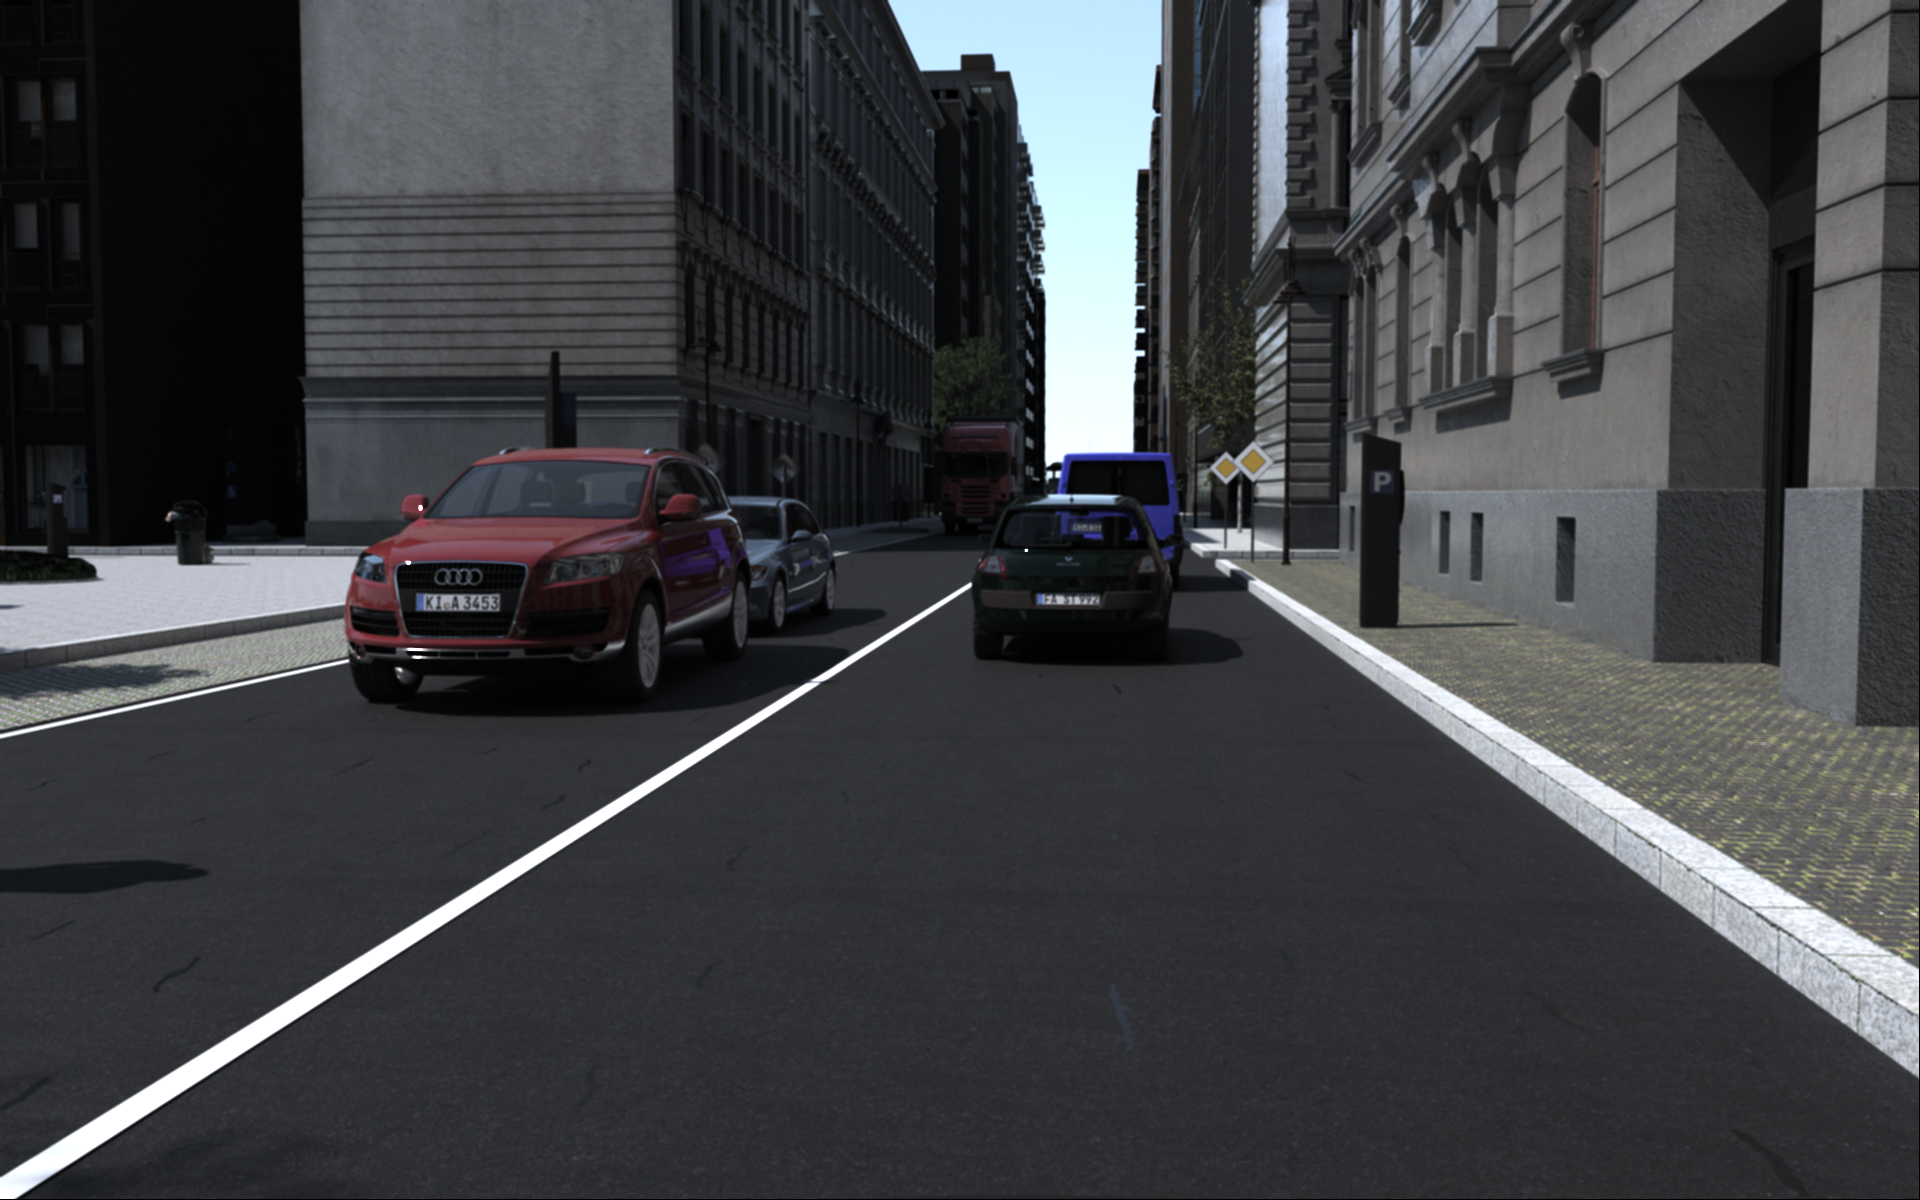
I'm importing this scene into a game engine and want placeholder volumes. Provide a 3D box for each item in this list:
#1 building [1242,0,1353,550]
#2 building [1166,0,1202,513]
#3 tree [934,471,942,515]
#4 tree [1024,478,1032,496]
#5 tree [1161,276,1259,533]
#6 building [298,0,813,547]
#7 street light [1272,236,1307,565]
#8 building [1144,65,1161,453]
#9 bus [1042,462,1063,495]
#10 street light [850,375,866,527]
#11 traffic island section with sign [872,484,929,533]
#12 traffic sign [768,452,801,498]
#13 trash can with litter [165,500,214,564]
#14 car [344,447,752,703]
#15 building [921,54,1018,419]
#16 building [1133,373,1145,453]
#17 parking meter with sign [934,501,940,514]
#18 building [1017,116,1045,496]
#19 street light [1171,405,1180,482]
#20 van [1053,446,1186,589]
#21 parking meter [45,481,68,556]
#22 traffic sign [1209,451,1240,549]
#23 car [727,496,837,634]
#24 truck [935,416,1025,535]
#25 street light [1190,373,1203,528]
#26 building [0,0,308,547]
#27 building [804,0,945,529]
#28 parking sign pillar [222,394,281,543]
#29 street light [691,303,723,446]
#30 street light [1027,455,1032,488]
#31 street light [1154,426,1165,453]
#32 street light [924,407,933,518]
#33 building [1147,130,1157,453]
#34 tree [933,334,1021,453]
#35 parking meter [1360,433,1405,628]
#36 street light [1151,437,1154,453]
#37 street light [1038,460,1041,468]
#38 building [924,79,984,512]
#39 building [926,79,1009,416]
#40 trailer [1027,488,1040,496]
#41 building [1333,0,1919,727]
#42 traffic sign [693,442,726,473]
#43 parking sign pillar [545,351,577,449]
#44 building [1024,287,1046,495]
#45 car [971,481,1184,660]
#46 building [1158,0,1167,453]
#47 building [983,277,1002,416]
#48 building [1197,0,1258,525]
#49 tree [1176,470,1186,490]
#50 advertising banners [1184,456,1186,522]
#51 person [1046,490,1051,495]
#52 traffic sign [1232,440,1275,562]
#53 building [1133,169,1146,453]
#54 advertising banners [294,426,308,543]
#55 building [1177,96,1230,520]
[{"bbox_3d":[17.127,-13.109,43.213,19.941,23.489,11.050,0,4,5],"label":"building"},{"bbox_3d":[21.963,-29.054,125.149,14.600,45.320,14.200,0,4,5],"label":"building"},{"bbox_3d":[-1.595,-6.735,104.723,1.663,3.219,1.824,0,3,0],"label":"tree"},{"bbox_3d":[7.370,-12.069,191.930,1.663,3.219,1.824,0,3,0],"label":"tree"},{"bbox_3d":[9.054,-6.534,57.186,4.737,8.622,4.395,0,3,0],"label":"tree"},{"bbox_3d":[-10.562,-12.298,50.216,9.793,20.994,18.267,0,4,5],"label":"building"},{"bbox_3d":[5.923,-3.578,31.281,0.468,5.910,1.993,0,4,5],"label":"street light"},{"bbox_3d":[30.427,-31.836,175.136,22.147,44.769,28.867,0,4,5],"label":"building"},{"bbox_3d":[8.186,-8.784,135.161,2.896,3.916,12.252,0,4,6],"label":"bus"},{"bbox_3d":[-3.962,-5.785,67.377,0.468,5.910,1.993,0,4,5],"label":"street light"},{"bbox_3d":[-2.185,-3.403,64.260,1.989,1.847,2.006,0,4,5],"label":"traffic island section with sign"},{"bbox_3d":[-4.197,-2.308,41.381,0.795,2.450,0.064,0,4,5],"label":"traffic sign"},{"bbox_3d":[-14.043,-1.239,31.647,0.624,1.170,1.055,-1,4,-9],"label":"trash can with litter"},{"bbox_3d":[-3.009,-0.303,13.632,2.281,1.827,5.304,0,4,4],"label":"car"},{"bbox_3d":[-1.281,-32.487,181.267,14.600,45.320,14.200,0,4,5],"label":"building"},{"bbox_3d":[39.884,-25.291,258.553,27.650,21.520,28.899,0,4,5],"label":"building"},{"bbox_3d":[-2.123,-6.761,106.809,1.738,3.016,0.543,0,4,5],"label":"parking meter with sign"},{"bbox_3d":[-2.341,-36.450,215.566,23.786,49.044,30.456,0,4,5],"label":"building"},{"bbox_3d":[11.197,-7.158,89.825,0.468,5.910,1.993,0,4,5],"label":"street light"},{"bbox_3d":[2.546,-1.433,27.810,2.240,2.365,5.245,0,4,6],"label":"van"},{"bbox_3d":[-18.110,-1.610,34.729,0.372,1.533,0.369,0,3,0],"label":"parking meter"},{"bbox_3d":[6.203,-2.250,40.431,0.795,2.450,0.064,0,4,5],"label":"traffic sign"},{"bbox_3d":[-2.523,-0.446,19.292,2.014,1.417,4.499,0,4,7],"label":"car"},{"bbox_3d":[0.912,-4.618,64.412,2.839,4.237,11.283,0,4,5],"label":"truck"},{"bbox_3d":[8.865,-5.641,65.018,0.468,5.910,1.993,0,4,5],"label":"street light"},{"bbox_3d":[-27.927,-13.357,48.060,15.834,23.373,12.332,0,4,5],"label":"building"},{"bbox_3d":[-11.074,-18.645,81.256,17.030,29.872,44.131,0,4,5],"label":"building"},{"bbox_3d":[-18.904,-3.526,46.117,1.447,3.967,1.447,2,4,25],"label":"parking sign pillar"},{"bbox_3d":[-6.134,-4.242,42.152,0.468,5.910,1.993,0,4,5],"label":"street light"},{"bbox_3d":[8.083,-13.946,200.796,0.468,5.910,1.993,0,4,5],"label":"street light"},{"bbox_3d":[13.324,-8.689,114.853,0.468,5.910,1.993,0,4,5],"label":"street light"},{"bbox_3d":[-1.657,-7.309,92.285,0.468,5.910,1.993,0,4,5],"label":"street light"},{"bbox_3d":[29.494,-34.011,206.198,14.600,45.320,14.200,0,4,5],"label":"building"},{"bbox_3d":[0.296,-11.418,112.443,9.928,11.665,9.643,0,3,0],"label":"tree"},{"bbox_3d":[4.056,-0.668,16.632,0.399,1.863,0.255,1,4,11],"label":"parking meter"},{"bbox_3d":[15.695,-10.272,140.737,0.468,5.910,1.993,0,4,5],"label":"street light"},{"bbox_3d":[10.310,-15.463,225.612,0.468,5.910,1.993,0,4,5],"label":"street light"},{"bbox_3d":[-5.792,-21.573,124.415,14.160,30.474,14.107,0,4,5],"label":"building"},{"bbox_3d":[-2.726,-29.576,167.169,14.154,41.232,14.086,0,4,5],"label":"building"},{"bbox_3d":[6.646,-9.189,157.284,1.471,1.999,3.904,0,4,6],"label":"trailer"},{"bbox_3d":[12.128,-14.178,19.201,14.401,28.519,23.554,0,4,5],"label":"building"},{"bbox_3d":[-4.911,-1.822,33.428,0.795,2.450,0.064,0,4,5],"label":"traffic sign"},{"bbox_3d":[-7.728,-2.752,33.475,1.447,3.967,1.447,-1,4,-20],"label":"parking sign pillar"},{"bbox_3d":[4.480,-28.538,238.293,14.160,30.474,14.107,0,4,5],"label":"building"},{"bbox_3d":[1.118,-0.404,16.398,2.009,1.686,4.222,0,4,6],"label":"car"},{"bbox_3d":[27.400,-36.912,145.512,21.231,58.520,28.212,0,4,5],"label":"building"},{"bbox_3d":[-11.223,-18.459,146.837,27.650,21.520,28.899,0,4,5],"label":"building"},{"bbox_3d":[17.626,-17.071,72.612,14.314,27.812,24.014,0,4,5],"label":"building"},{"bbox_3d":[14.417,-7.580,118.532,1.663,3.219,1.824,0,3,0],"label":"tree"},{"bbox_3d":[10.473,-5.169,80.694,0.090,3.025,2.074,1,4,9],"label":"advertising banners"},{"bbox_3d":[6.004,-6.658,118.075,1.217,1.735,0.721,-1,4,-9],"label":"person"},{"bbox_3d":[5.490,-1.764,32.478,0.795,2.450,0.064,0,4,5],"label":"traffic sign"},{"bbox_3d":[34.151,-35.094,228.405,22.147,44.769,28.867,0,4,5],"label":"building"},{"bbox_3d":[-17.257,-3.038,45.865,0.090,3.025,2.074,0,4,-3],"label":"advertising banners"},{"bbox_3d":[21.025,-16.285,99.551,16.112,22.955,30.059,0,4,5],"label":"building"}]
